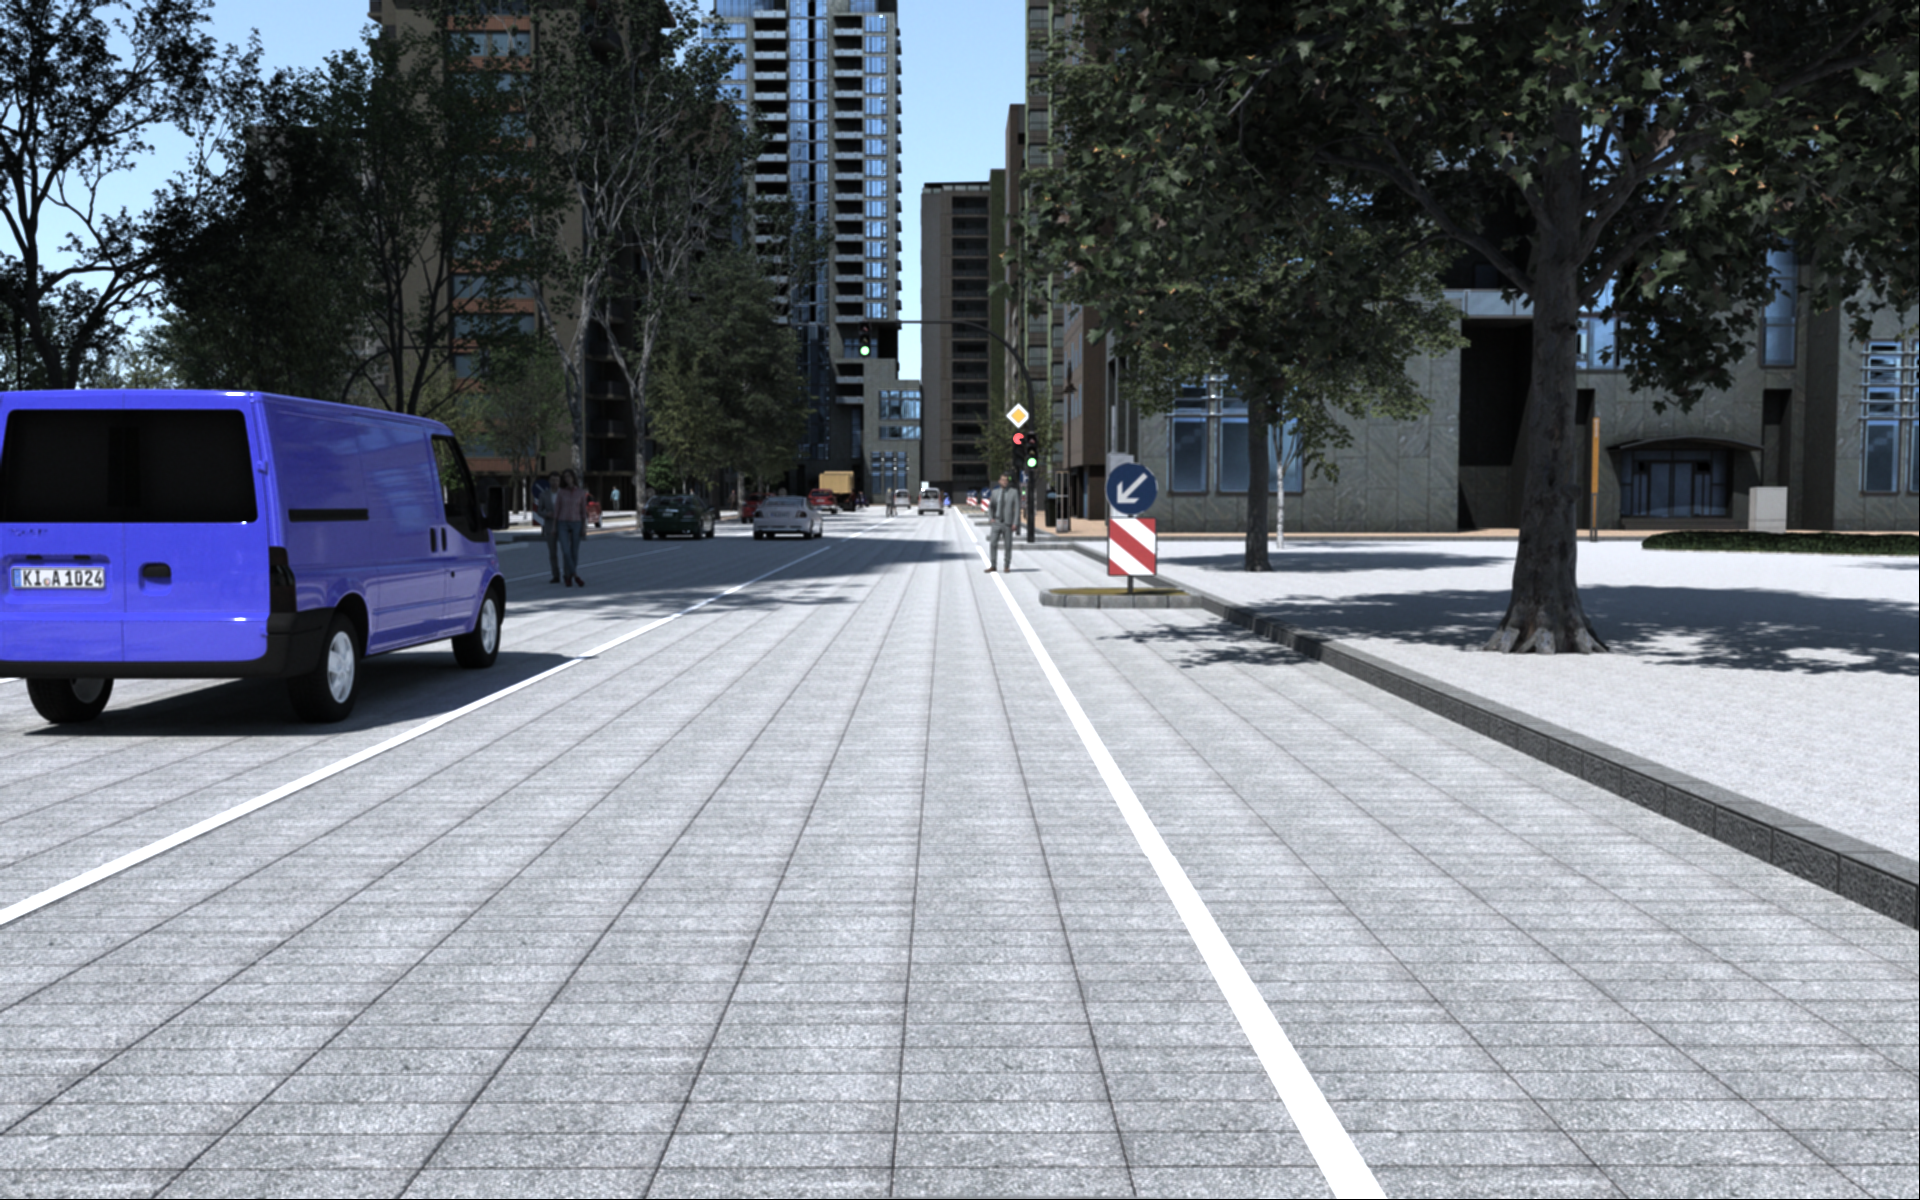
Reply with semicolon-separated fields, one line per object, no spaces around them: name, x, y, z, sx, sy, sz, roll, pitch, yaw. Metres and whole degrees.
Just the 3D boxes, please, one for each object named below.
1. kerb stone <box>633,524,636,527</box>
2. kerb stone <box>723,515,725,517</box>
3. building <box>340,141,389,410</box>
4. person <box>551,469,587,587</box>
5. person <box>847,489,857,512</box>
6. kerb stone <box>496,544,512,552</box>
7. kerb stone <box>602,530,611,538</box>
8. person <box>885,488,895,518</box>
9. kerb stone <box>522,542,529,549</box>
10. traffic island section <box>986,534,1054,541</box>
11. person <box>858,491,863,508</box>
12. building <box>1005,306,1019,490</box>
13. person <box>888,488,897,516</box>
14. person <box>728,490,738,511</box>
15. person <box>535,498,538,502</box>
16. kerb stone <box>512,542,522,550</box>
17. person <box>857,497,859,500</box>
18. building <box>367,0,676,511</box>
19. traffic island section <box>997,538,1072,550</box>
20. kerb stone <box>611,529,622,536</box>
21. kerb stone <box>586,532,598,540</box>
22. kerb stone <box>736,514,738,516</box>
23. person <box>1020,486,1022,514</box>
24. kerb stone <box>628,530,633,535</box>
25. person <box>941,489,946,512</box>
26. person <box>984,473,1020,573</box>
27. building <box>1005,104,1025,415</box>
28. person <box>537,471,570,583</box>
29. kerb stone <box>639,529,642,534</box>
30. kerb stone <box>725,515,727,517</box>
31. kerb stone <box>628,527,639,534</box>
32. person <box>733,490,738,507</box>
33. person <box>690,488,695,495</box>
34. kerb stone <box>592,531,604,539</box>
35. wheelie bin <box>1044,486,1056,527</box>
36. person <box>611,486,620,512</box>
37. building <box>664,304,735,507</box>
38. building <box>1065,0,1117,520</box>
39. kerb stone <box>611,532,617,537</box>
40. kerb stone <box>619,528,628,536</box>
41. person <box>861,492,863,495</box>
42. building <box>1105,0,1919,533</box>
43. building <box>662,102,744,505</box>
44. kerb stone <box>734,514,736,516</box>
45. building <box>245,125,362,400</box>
kerb stone;-13.871;-3.106;72.976;0.120;0.150;1.000;0;4;0
kerb stone;-14.080;-4.861;101.700;0.120;0.150;1.000;0;4;0
building;-51.170;-30.194;185.557;23.993;40.220;32.217;0;4;0
person;-6.048;-1.118;26.786;0.555;1.821;0.388;-1;4;-19
person;-8.552;-7.940;138.286;0.705;1.831;1.348;2;4;32
kerb stone;-11.561;-1.315;43.700;0.120;0.150;1.000;0;4;0
kerb stone;-11.659;-2.104;56.593;0.120;0.150;1.000;0;4;0
person;-4.243;-5.858;104.457;0.526;1.800;0.537;-3;5;-44
kerb stone;-11.578;-1.438;45.749;0.120;0.150;1.000;0;4;0
traffic island section;1.822;-1.916;53.600;2.009;0.180;2.903;0;4;0
person;-10.181;-10.227;176.628;0.530;1.710;0.541;0;4;1
building;18.838;-20.120;174.004;27.650;21.520;28.899;0;4;0
person;-4.485;-6.488;114.603;0.654;1.822;0.581;2;4;33
person;-18.698;-8.209;143.274;0.990;1.755;0.434;-2;4;-26
person;-24.323;-5.704;99.650;0.444;1.785;0.601;1;4;10
kerb stone;-11.573;-1.377;44.727;0.120;0.150;1.000;0;4;0
person;-9.608;-8.834;153.023;1.350;1.814;0.705;-1;4;-9
building;-35.459;-29.843;142.559;22.147;44.769;28.867;0;4;0
traffic island section;1.879;-1.427;45.615;2.009;0.180;2.903;0;4;0
kerb stone;-11.670;-2.226;58.646;0.120;0.150;1.000;0;4;0
kerb stone;-11.637;-1.976;54.548;0.120;0.150;1.000;0;4;0
kerb stone;-14.123;-5.238;107.837;0.120;0.150;1.000;0;4;0
person;3.879;-6.549;112.921;0.447;1.846;0.655;1;4;17
kerb stone;-11.688;-2.354;60.690;0.120;0.150;1.000;0;4;0
person;-1.417;-8.105;141.116;0.705;1.812;1.348;1;4;17
person;0.783;-1.414;31.711;0.635;1.810;0.391;1;4;11
building;12.222;-33.340;195.226;14.600;45.320;14.200;0;4;0
person;-6.483;-1.170;27.825;0.606;1.804;0.583;-1;4;-15
kerb stone;-11.697;-2.479;62.734;0.120;0.150;1.000;0;4;0
kerb stone;-14.082;-4.925;102.722;0.120;0.150;1.000;0;4;0
kerb stone;-11.688;-2.417;61.712;0.120;0.150;1.000;0;4;0
person;-22.080;-9.955;169.605;0.445;1.727;0.742;3;4;37
person;-18.718;-6.887;121.059;0.622;1.834;0.822;3;5;39
kerb stone;-11.653;-2.041;55.570;0.120;0.150;1.000;0;4;0
wheelie bin;3.660;-3.664;67.809;0.693;1.594;0.980;-1;4;-15
person;-24.233;-7.093;121.867;0.638;1.841;0.748;-1;4;-11
building;-38.111;-20.036;172.620;27.650;21.520;28.899;0;4;0
building;12.806;-26.911;90.106;14.600;45.320;14.200;0;4;0
kerb stone;-11.663;-2.167;57.618;0.120;0.150;1.000;0;4;0
kerb stone;-11.677;-2.292;59.668;0.120;0.150;1.000;0;4;0
person;-11.418;-11.727;201.173;0.436;1.711;0.756;2;4;24
building;21.396;-46.067;65.867;31.000;86.520;22.319;0;4;0
building;-32.140;-33.312;194.761;14.200;45.320;14.600;0;4;0
kerb stone;-14.114;-5.170;106.815;0.120;0.150;1.000;0;4;0
building;-70.428;-31.292;195.218;14.086;41.232;14.154;0;4;0
